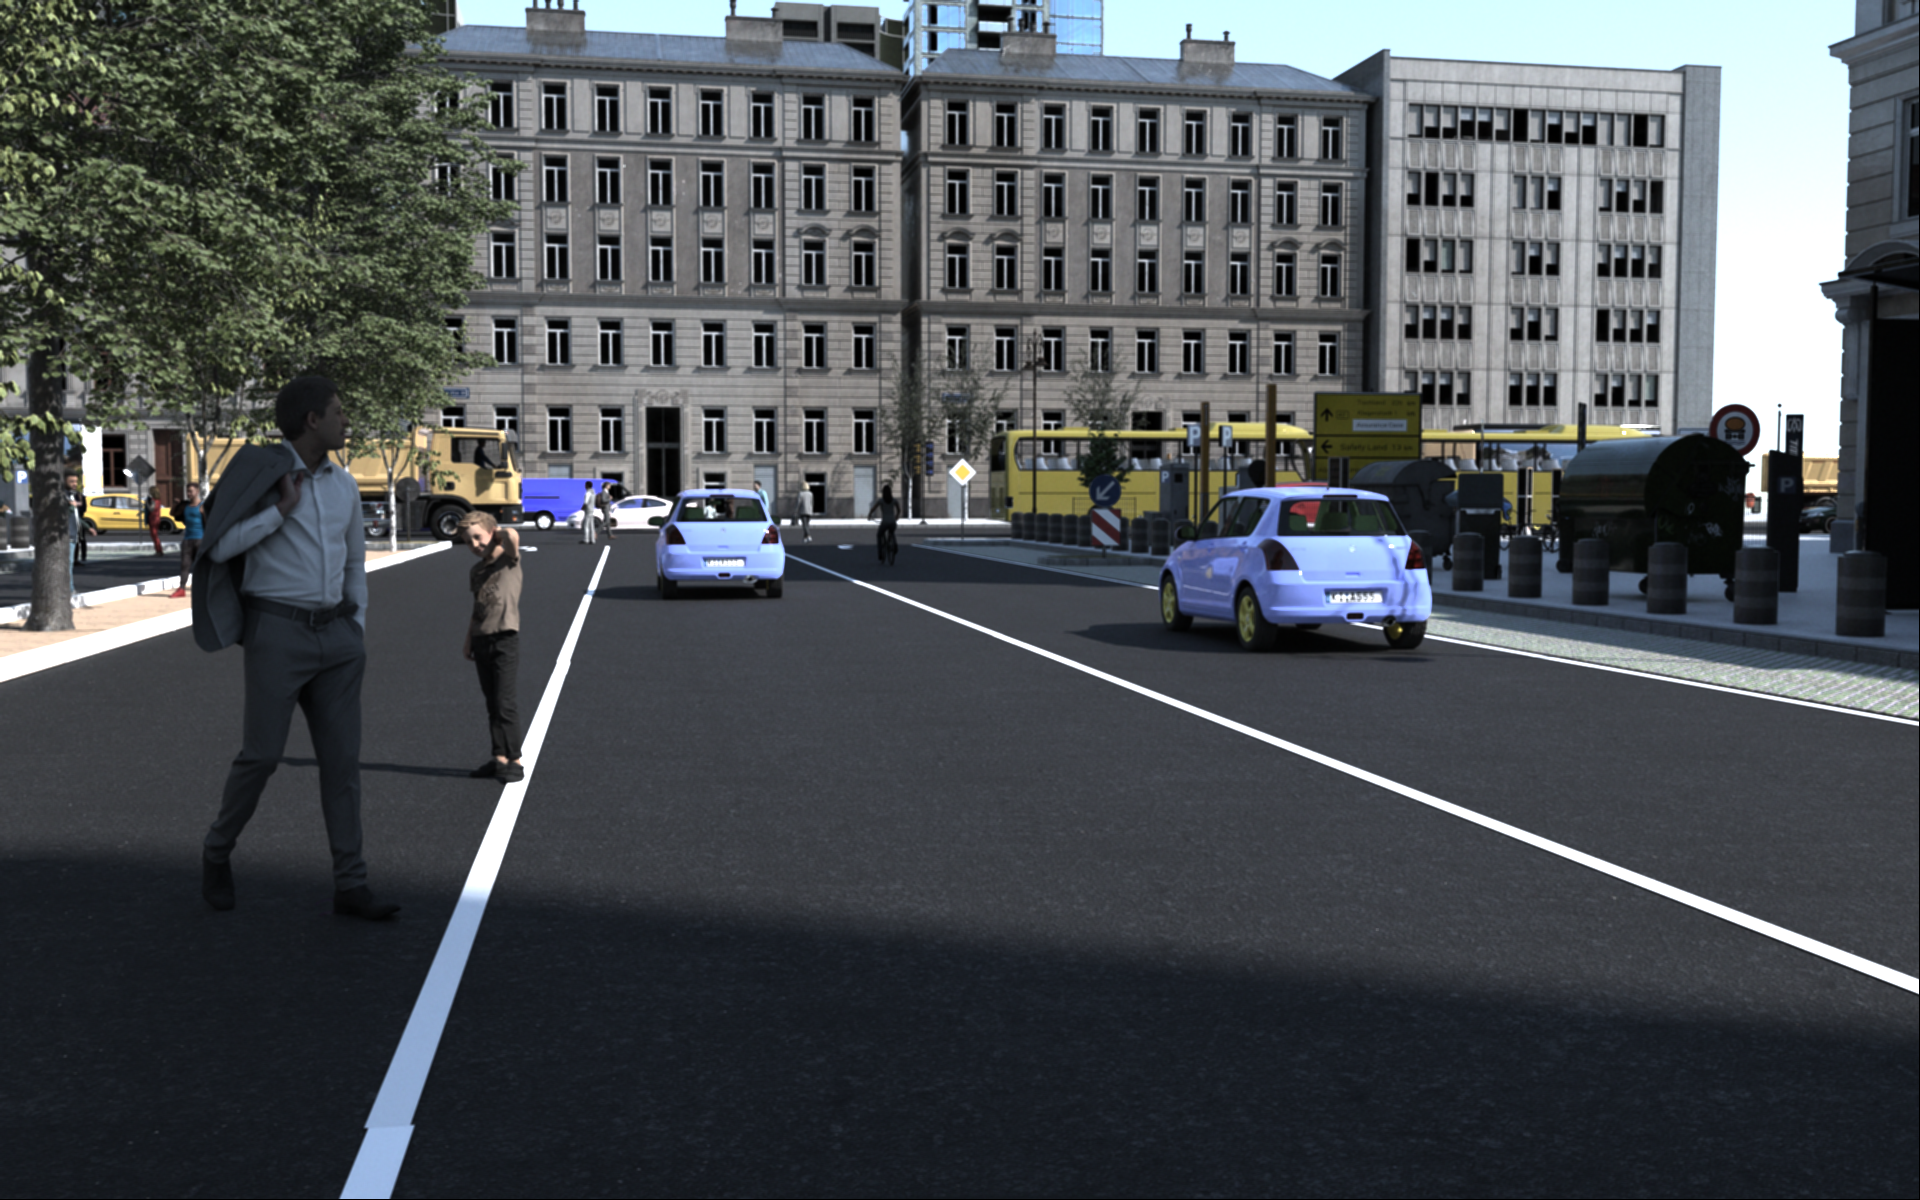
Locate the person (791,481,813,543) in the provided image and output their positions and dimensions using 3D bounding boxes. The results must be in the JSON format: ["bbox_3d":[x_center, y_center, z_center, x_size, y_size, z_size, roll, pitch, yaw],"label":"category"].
[{"bbox_3d":[-4.576,-2.559,50.528,0.709,1.800,0.728,-2,4,-34],"label":"person"}]

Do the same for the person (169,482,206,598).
[{"bbox_3d":[-10.699,-0.835,24.021,0.647,1.594,0.662,0,4,1],"label":"person"}]

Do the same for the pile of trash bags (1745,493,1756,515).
[{"bbox_3d":[46.648,-5.852,105.431,3.447,1.369,1.912,0,4,1],"label":"pile of trash bags"}]

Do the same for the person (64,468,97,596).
[{"bbox_3d":[-12.062,-0.889,23.376,0.721,1.781,0.623,-2,4,-24],"label":"person"}]

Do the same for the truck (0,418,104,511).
[{"bbox_3d":[-38.045,-4.598,64.083,11.283,4.237,2.839,-1,4,-9],"label":"truck"}]

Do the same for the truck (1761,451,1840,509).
[{"bbox_3d":[38.200,-4.627,71.573,9.791,3.379,3.469,-1,4,-10],"label":"truck"}]

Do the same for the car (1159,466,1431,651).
[{"bbox_3d":[3.194,-0.466,17.209,1.945,1.707,3.694,-1,4,-11],"label":"car"}]

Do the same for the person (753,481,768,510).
[{"bbox_3d":[-5.725,-2.547,50.167,0.660,1.820,0.620,3,5,44],"label":"person"}]

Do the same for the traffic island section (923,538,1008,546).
[{"bbox_3d":[0.089,-1.607,48.551,2.009,0.180,2.903,-1,4,-11],"label":"traffic island section"}]

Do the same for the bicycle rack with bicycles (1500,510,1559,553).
[{"bbox_3d":[13.545,-1.530,38.398,2.852,0.926,2.925,0,4,-4],"label":"bicycle rack with bicycles"}]

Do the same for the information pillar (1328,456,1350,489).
[{"bbox_3d":[7.343,-1.783,33.642,0.304,2.012,0.304,3,5,43],"label":"information pillar"}]

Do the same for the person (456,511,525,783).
[{"bbox_3d":[-2.342,0.225,8.727,0.435,1.345,0.340,1,4,22],"label":"person"}]

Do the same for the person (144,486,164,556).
[{"bbox_3d":[-18.522,-1.808,39.765,0.444,1.614,0.593,1,4,20],"label":"person"}]

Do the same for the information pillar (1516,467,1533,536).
[{"bbox_3d":[15.623,-2.657,47.932,0.304,2.012,0.304,-3,5,-42],"label":"information pillar"}]

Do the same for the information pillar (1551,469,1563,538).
[{"bbox_3d":[17.366,-2.808,50.409,0.304,2.012,0.304,1,4,19],"label":"information pillar"}]

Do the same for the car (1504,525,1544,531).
[{"bbox_3d":[23.185,-3.559,67.782,3.694,1.707,1.945,-1,4,-12],"label":"car"}]

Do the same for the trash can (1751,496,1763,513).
[{"bbox_3d":[52.712,-6.300,114.650,0.748,1.137,0.748,0,3,0],"label":"trash can"}]

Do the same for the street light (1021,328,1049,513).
[{"bbox_3d":[2.086,-4.625,48.404,0.468,5.910,1.993,-1,4,-11],"label":"street light"}]

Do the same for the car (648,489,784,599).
[{"bbox_3d":[-3.520,-0.944,25.033,1.945,1.707,3.694,-1,4,-11],"label":"car"}]

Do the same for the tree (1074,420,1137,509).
[{"bbox_3d":[3.833,-3.113,45.492,1.663,3.219,1.824,0,3,0],"label":"tree"}]

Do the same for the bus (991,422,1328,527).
[{"bbox_3d":[7.280,-4.163,59.612,12.252,3.916,2.896,-1,4,-11],"label":"bus"}]

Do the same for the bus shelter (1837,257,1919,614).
[{"bbox_3d":[10.701,-1.486,15.580,1.731,3.624,6.357,-1,4,-11],"label":"bus shelter"}]

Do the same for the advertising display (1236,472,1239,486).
[{"bbox_3d":[8.430,-2.738,49.979,0.974,1.923,0.123,2,4,27],"label":"advertising display"}]

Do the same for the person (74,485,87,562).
[{"bbox_3d":[-18.685,-1.666,36.451,0.576,1.737,0.504,-1,4,-15],"label":"person"}]

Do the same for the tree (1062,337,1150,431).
[{"bbox_3d":[6.753,-8.062,82.181,4.360,8.622,3.978,0,3,0],"label":"tree"}]

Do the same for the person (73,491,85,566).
[{"bbox_3d":[-17.788,-1.503,34.541,0.566,1.644,0.517,-3,5,-43],"label":"person"}]

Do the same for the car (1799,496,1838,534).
[{"bbox_3d":[31.918,-3.206,62.212,4.222,1.686,2.009,-1,4,-10],"label":"car"}]

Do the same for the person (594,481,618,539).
[{"bbox_3d":[-11.225,-2.830,54.728,0.822,1.834,0.622,-1,4,-21],"label":"person"}]

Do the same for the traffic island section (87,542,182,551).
[{"bbox_3d":[-21.069,-1.359,44.509,2.009,0.180,2.903,-1,4,-11],"label":"traffic island section"}]

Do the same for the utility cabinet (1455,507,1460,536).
[{"bbox_3d":[9.047,-1.179,30.443,0.306,1.237,1.020,-1,4,-9],"label":"utility cabinet"}]

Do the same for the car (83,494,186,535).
[{"bbox_3d":[-29.333,-3.138,61.533,3.980,1.641,2.015,-1,4,-11],"label":"car"}]

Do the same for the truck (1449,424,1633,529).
[{"bbox_3d":[22.712,-4.995,70.576,11.283,4.237,2.839,-1,4,-10],"label":"truck"}]

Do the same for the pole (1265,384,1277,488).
[{"bbox_3d":[5.780,-2.350,32.258,0.158,3.312,0.155,0,3,0],"label":"pole"}]

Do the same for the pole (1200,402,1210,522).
[{"bbox_3d":[5.434,-2.730,38.479,0.158,3.312,0.155,0,3,0],"label":"pole"}]

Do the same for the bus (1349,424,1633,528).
[{"bbox_3d":[19.881,-4.285,61.611,12.252,3.916,2.896,-1,4,-13],"label":"bus"}]

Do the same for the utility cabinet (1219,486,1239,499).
[{"bbox_3d":[7.556,-2.392,47.790,0.318,1.500,1.173,-1,4,-22],"label":"utility cabinet"}]

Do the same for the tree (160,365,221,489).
[{"bbox_3d":[-33.257,-7.711,76.441,4.360,8.622,3.978,0,3,0],"label":"tree"}]

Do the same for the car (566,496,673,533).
[{"bbox_3d":[-12.095,-3.158,63.996,4.827,1.381,2.083,-1,4,-11],"label":"car"}]

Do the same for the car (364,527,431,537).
[{"bbox_3d":[-18.243,-2.803,58.412,3.894,1.354,1.945,-1,4,-12],"label":"car"}]

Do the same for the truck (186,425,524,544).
[{"bbox_3d":[-16.805,-3.306,49.971,9.791,3.379,3.469,-1,4,-11],"label":"truck"}]

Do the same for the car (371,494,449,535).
[{"bbox_3d":[-18.908,-3.145,61.214,4.222,1.686,2.009,-1,4,-12],"label":"car"}]

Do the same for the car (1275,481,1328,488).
[{"bbox_3d":[11.234,-2.745,53.550,5.304,1.827,2.281,-1,4,-12],"label":"car"}]

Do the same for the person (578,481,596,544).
[{"bbox_3d":[-10.681,-2.505,49.611,0.789,1.805,0.875,1,4,14],"label":"person"}]

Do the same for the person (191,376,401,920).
[{"bbox_3d":[-2.293,0.166,5.889,0.850,1.850,0.679,2,4,28],"label":"person"}]

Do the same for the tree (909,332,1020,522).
[{"bbox_3d":[0.492,-7.924,79.922,4.360,8.622,3.978,0,3,0],"label":"tree"}]
